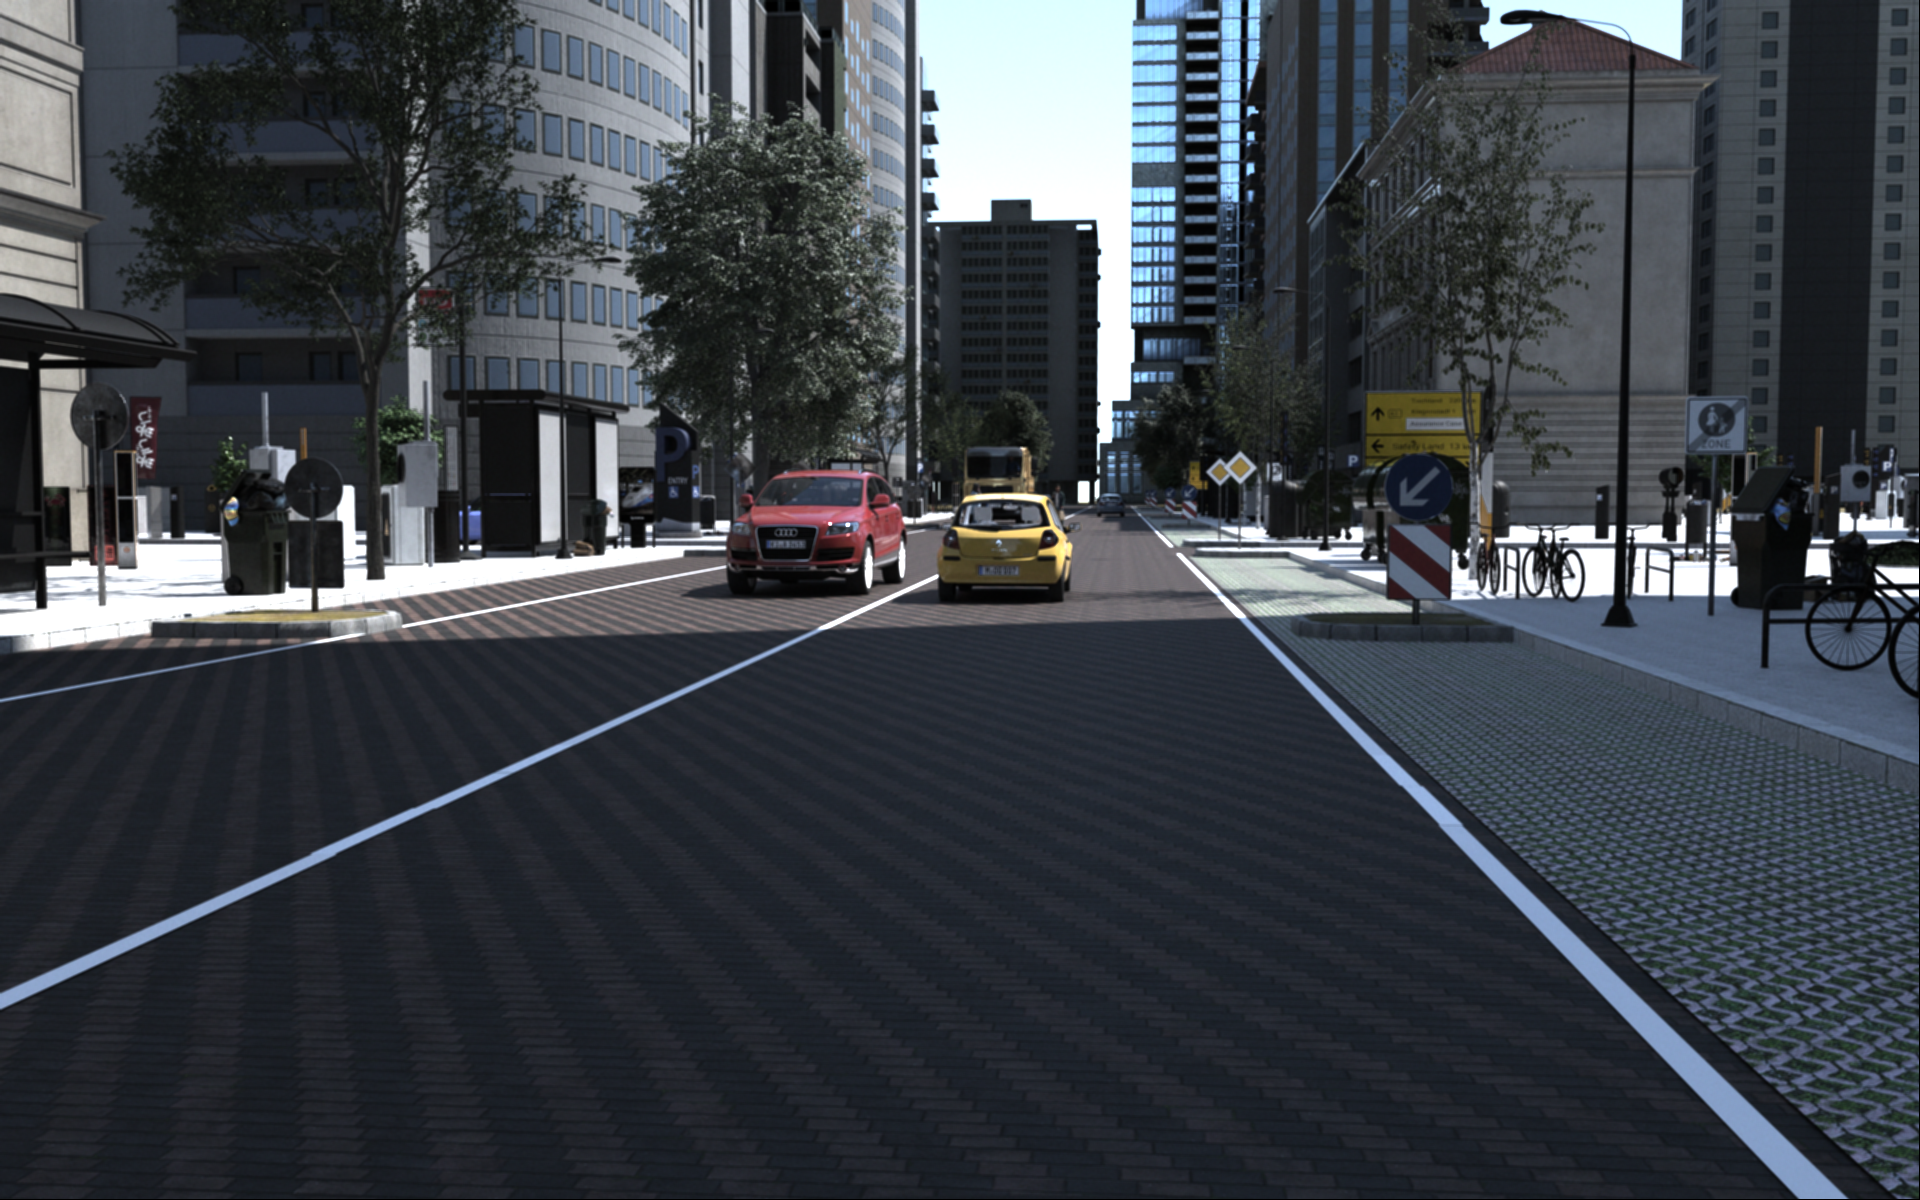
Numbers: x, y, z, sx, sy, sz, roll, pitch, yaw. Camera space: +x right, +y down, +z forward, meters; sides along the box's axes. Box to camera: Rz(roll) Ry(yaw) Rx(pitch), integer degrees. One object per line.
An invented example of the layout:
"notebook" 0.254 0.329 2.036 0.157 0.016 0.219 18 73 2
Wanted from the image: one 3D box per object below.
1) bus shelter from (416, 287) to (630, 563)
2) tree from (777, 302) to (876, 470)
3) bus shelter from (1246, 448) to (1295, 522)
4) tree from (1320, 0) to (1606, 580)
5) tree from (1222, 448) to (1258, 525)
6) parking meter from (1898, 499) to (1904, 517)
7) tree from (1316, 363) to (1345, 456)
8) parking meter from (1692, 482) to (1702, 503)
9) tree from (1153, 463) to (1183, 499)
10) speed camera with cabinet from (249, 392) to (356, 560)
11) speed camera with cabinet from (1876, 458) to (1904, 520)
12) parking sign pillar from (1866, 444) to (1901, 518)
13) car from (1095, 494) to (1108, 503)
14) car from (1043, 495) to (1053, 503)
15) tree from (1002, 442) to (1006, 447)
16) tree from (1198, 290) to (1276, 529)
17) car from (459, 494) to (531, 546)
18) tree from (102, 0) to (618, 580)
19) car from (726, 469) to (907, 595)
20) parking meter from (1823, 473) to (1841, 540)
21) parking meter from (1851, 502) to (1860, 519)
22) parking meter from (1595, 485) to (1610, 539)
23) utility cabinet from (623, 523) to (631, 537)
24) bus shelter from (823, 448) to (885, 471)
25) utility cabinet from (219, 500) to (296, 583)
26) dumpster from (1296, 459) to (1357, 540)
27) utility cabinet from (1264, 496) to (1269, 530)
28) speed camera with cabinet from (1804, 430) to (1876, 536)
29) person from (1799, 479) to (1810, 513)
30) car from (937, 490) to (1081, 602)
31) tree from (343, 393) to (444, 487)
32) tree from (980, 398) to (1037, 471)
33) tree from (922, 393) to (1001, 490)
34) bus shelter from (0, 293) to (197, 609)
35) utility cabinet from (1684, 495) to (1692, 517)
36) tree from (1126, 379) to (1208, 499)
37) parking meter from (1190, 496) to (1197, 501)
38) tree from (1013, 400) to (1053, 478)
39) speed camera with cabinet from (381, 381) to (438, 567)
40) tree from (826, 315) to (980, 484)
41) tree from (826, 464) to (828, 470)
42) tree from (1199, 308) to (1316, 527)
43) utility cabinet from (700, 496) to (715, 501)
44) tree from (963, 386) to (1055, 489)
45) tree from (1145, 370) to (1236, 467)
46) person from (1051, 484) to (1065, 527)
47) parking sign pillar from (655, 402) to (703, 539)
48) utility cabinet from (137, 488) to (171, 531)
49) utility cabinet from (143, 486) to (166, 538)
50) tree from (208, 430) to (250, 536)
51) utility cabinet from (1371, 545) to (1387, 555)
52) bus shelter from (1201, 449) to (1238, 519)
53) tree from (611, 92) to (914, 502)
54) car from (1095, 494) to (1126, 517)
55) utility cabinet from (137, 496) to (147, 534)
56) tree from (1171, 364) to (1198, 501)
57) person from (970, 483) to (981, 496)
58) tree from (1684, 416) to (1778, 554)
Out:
"bus shelter" -9.197 -3.582 36.193 2.179 5.291 8.768 0 4 5
"tree" -5.424 -6.979 64.462 4.737 8.622 4.395 0 3 0
"bus shelter" 13.810 -5.149 78.107 2.014 3.302 5.546 0 4 5
"tree" 7.558 -4.595 25.492 4.360 8.622 3.978 0 3 0
"tree" 11.916 -4.798 73.052 1.663 3.219 1.824 0 3 0
"parking meter" 52.058 -5.507 95.746 0.255 1.863 0.399 0 4 7
"tree" 19.036 -8.891 95.723 4.737 8.622 4.395 0 3 0
"parking meter" 35.243 -4.719 82.868 0.255 1.863 0.399 -1 4 -17
"tree" 20.605 -11.474 171.307 4.285 4.588 4.351 0 3 0
"speed camera with cabinet" -12.798 -2.407 33.698 2.038 3.252 0.660 1 4 19
"speed camera with cabinet" 47.172 -5.710 87.690 2.038 3.252 0.660 -2 4 -35
"parking sign pillar" 50.333 -6.486 94.511 1.447 3.967 1.447 0 4 -7
"car" 14.347 -9.699 170.374 2.131 1.459 4.920 0 4 4
"car" 6.709 -7.870 141.035 2.083 1.381 4.827 0 4 5
"tree" 1.585 -11.822 143.644 4.737 8.622 4.395 0 3 0
"tree" 11.185 -6.910 63.344 4.360 8.622 3.978 0 3 0
"car" -12.558 -2.288 47.003 3.694 1.707 1.945 0 4 5
"tree" -8.888 -5.558 25.289 8.767 10.594 7.601 1 4 21
"car" -2.090 -1.085 26.415 2.281 1.827 5.304 0 4 7
"parking meter" 24.521 -2.632 48.739 0.399 1.863 0.255 0 4 5
"parking meter" 46.119 -5.103 89.138 0.255 1.863 0.399 0 4 -3
"parking meter" 18.328 -2.508 49.410 0.372 1.533 0.369 0 3 0
"utility cabinet" -9.875 -2.509 52.191 0.306 1.237 1.020 0 4 3
"bus shelter" -4.706 -5.090 77.144 2.014 3.302 5.546 0 4 5
"utility cabinet" -10.235 -0.863 25.279 0.306 1.237 1.020 3 5 41
"dumpster" 10.344 -2.839 48.915 1.502 2.255 1.985 0 4 5
"utility cabinet" 11.415 -3.113 62.058 1.020 1.237 0.306 2 4 31
"speed camera with cabinet" 26.765 -3.589 53.009 2.038 3.252 0.660 0 4 -6
"person" 19.949 -2.042 42.106 0.699 1.804 1.509 -2 4 -32
"car" 0.692 -0.873 24.495 2.015 1.641 3.980 0 4 5
"tree" -18.220 -4.429 56.132 4.285 4.588 4.351 0 3 0
"tree" 4.076 -14.278 167.859 7.601 10.594 8.767 2 4 28
"tree" -0.511 -10.578 123.304 4.737 8.622 4.395 0 3 0
"bus shelter" -9.785 -1.397 16.771 2.014 3.302 5.546 0 4 5
"utility cabinet" 40.629 -5.217 96.455 0.306 1.237 1.020 3 5 40
"tree" 23.360 -17.582 194.123 9.857 13.997 8.962 0 3 0
"parking meter" 13.956 -5.820 103.572 0.372 1.533 0.369 0 3 0
"tree" 6.963 -16.983 195.801 7.486 12.596 7.792 0 3 0
"speed camera with cabinet" -9.834 -2.233 30.854 0.660 3.252 2.038 -2 4 -30
"tree" -3.568 -9.348 87.249 8.767 10.594 7.601 0 3 0
"tree" -6.933 -6.168 95.442 1.663 3.219 1.824 0 3 0
"tree" 11.279 -7.196 68.016 4.737 8.622 4.395 0 3 0
"utility cabinet" -10.516 -3.715 71.897 0.306 1.237 1.020 1 4 20
"tree" 5.407 -16.340 184.174 9.611 12.733 9.660 0 3 0
"tree" 17.316 -12.001 130.622 7.601 10.594 8.767 -2 4 -25
"person" 4.065 -3.840 71.262 0.794 1.824 0.713 3 5 42
"parking sign pillar" -8.223 -3.785 50.364 1.447 3.967 1.447 2 4 26
"utility cabinet" -27.571 -3.079 59.021 1.173 1.500 0.318 -3 5 -45
"utility cabinet" -23.310 -2.535 50.132 0.318 1.500 1.173 -2 4 -30
"tree" -22.312 -3.561 52.829 1.663 3.219 1.824 0 3 0
"utility cabinet" 8.861 -1.692 36.338 0.318 1.500 1.173 1 4 23
"bus shelter" 13.967 -6.232 93.169 1.731 3.624 6.357 0 4 5
"tree" -6.386 -9.154 56.317 9.857 13.997 8.962 0 3 0
"car" 9.644 -6.040 110.755 2.014 1.417 4.499 0 4 4
"utility cabinet" -26.459 -2.748 56.087 0.306 1.237 1.020 1 4 19
"tree" 13.232 -8.169 83.920 4.360 8.622 3.978 0 3 0
"person" 0.462 -2.970 57.323 0.793 1.790 0.793 3 4 39
"tree" 16.778 -2.610 37.275 1.663 3.219 1.824 0 3 0
